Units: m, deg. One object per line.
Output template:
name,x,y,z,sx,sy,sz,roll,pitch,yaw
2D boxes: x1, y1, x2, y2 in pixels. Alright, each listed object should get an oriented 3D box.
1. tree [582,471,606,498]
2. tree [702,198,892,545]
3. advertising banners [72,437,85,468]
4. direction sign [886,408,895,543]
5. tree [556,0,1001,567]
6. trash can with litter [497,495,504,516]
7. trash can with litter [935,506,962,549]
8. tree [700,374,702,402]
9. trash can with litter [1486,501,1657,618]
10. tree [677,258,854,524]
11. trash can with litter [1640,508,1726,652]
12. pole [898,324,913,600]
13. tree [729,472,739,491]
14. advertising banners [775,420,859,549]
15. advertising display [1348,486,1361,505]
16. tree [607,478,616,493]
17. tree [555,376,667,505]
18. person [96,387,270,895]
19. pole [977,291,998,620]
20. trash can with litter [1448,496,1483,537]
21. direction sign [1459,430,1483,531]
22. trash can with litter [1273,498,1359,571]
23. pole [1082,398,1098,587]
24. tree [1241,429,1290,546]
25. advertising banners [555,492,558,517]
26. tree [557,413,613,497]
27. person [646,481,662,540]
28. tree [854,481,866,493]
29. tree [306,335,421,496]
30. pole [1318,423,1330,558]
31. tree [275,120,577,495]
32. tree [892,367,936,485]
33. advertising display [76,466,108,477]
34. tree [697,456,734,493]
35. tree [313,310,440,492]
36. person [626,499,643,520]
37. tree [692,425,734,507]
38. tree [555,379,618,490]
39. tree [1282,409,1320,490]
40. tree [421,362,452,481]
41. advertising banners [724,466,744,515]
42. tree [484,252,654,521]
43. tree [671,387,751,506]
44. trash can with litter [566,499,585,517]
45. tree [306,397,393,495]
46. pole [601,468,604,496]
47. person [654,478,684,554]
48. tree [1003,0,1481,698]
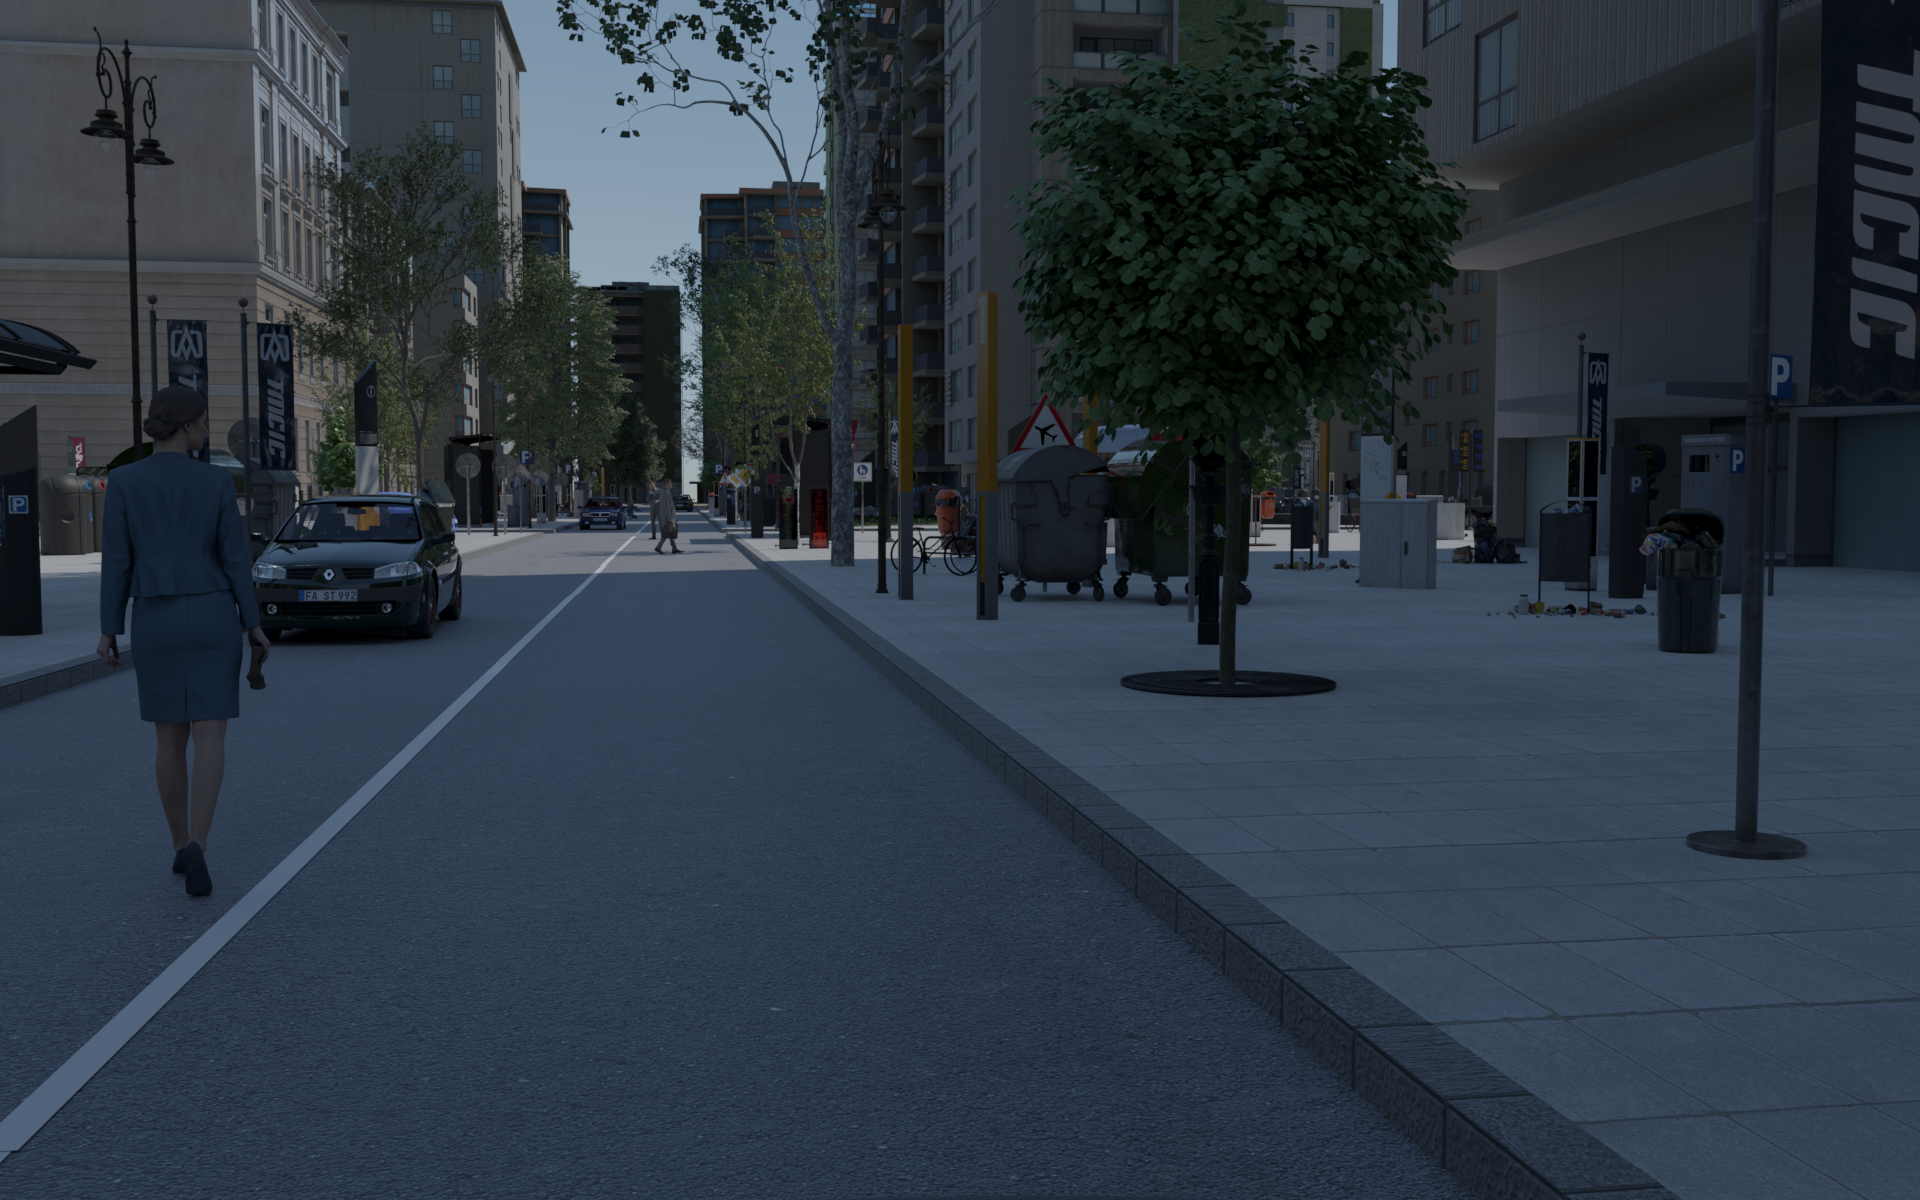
tree,-28.026,-8.294,130.203,1.663,3.219,1.824,0,3,0
tree,-4.202,-5.707,43.667,4.737,8.622,4.395,0,3,0
advertising banners,-26.912,-3.540,54.064,0.090,3.025,2.074,1,4,15
direction sign,-1.876,-3.297,45.911,0.379,3.537,0.876,0,4,1
tree,-1.461,-10.745,31.570,12.611,20.169,13.585,0,3,0
trash can with litter,-27.262,-5.553,101.854,1.678,1.210,2.233,-1,4,-15
trash can with litter,-0.266,-1.775,40.404,0.624,1.170,1.055,0,3,0
tree,-11.123,-8.360,87.054,4.737,8.622,4.395,0,3,0
trash can with litter,6.803,-0.444,18.323,2.233,1.210,1.678,1,4,23
tree,-8.464,-9.169,75.668,9.928,11.665,9.643,0,3,0
trash can with litter,5.992,-0.179,14.313,0.624,1.170,1.055,2,4,27
pole,-0.660,-1.659,20.973,0.158,3.312,0.155,0,3,0
tree,-17.740,-8.428,132.394,1.663,3.219,1.824,0,3,0
advertising banners,-3.339,-2.717,40.610,2.074,3.025,0.090,-2,4,-24
advertising display,22.554,-5.715,98.660,0.974,1.923,0.123,3,5,42
tree,-36.065,-11.369,180.485,1.663,3.219,1.824,0,3,0
tree,-32.553,-14.918,160.922,9.611,12.733,9.660,0,3,0
person,-2.850,0.136,6.305,0.581,1.822,0.654,-1,4,-8
pole,0.279,-1.453,17.599,0.158,3.312,0.155,0,3,0
trash can with litter,14.653,-2.498,51.898,1.678,1.210,2.233,1,4,12
direction sign,17.953,-4.216,60.935,0.876,3.537,0.379,-1,4,-12
trash can with litter,6.229,-1.147,29.810,2.233,1.210,1.678,-3,4,-38
pole,1.788,-1.833,23.810,0.158,3.312,0.155,0,3,0
tree,7.462,-2.950,42.830,1.663,3.219,1.824,0,3,0
advertising banners,-22.841,-6.151,96.750,0.090,3.025,2.074,0,4,6
tree,-25.904,-10.402,120.438,4.737,8.622,4.395,0,3,0
person,-9.550,-2.823,54.455,0.655,1.846,0.447,1,4,9
tree,-6.315,-6.588,102.307,1.663,3.219,1.824,0,3,0
tree,-27.217,-7.852,78.743,4.360,8.622,3.978,0,3,0
pole,7.314,-2.502,34.752,0.158,3.312,0.155,0,3,0
tree,-13.099,-6.613,42.541,8.767,10.594,7.601,1,4,16
tree,-3.451,-8.537,89.936,4.737,8.622,4.395,0,3,0
advertising display,-20.189,-2.159,40.508,0.974,1.923,0.123,1,4,12
tree,-20.751,-10.114,149.076,4.285,4.588,4.351,0,3,0
tree,-21.843,-6.989,64.634,4.737,8.622,4.395,0,3,0
person,-18.280,-5.038,96.366,1.012,1.151,0.738,2,4,34
tree,-25.388,-13.797,175.948,4.360,8.622,3.978,0,3,0
tree,-23.323,-9.533,106.229,4.360,8.622,3.978,0,3,0
tree,17.218,-8.653,91.835,4.360,8.622,3.978,0,3,0
tree,-28.566,-8.578,90.610,4.360,8.622,3.978,0,3,0
advertising banners,-14.049,-6.829,107.840,0.090,3.025,2.074,2,4,30
tree,-19.046,-10.021,81.970,7.486,12.596,7.792,0,3,0
tree,-27.529,-17.250,192.402,12.009,13.543,11.850,0,3,0
trash can with litter,-21.643,-5.262,97.424,0.624,1.170,1.055,2,4,25
tree,-12.391,-2.442,34.535,1.663,3.219,1.824,0,3,0
pole,-27.407,-8.506,132.909,0.158,3.312,0.155,0,3,0
person,-6.970,-2.011,41.486,0.767,1.812,0.694,-1,4,-18
tree,1.755,-1.694,11.410,4.285,4.588,4.351,0,3,0
